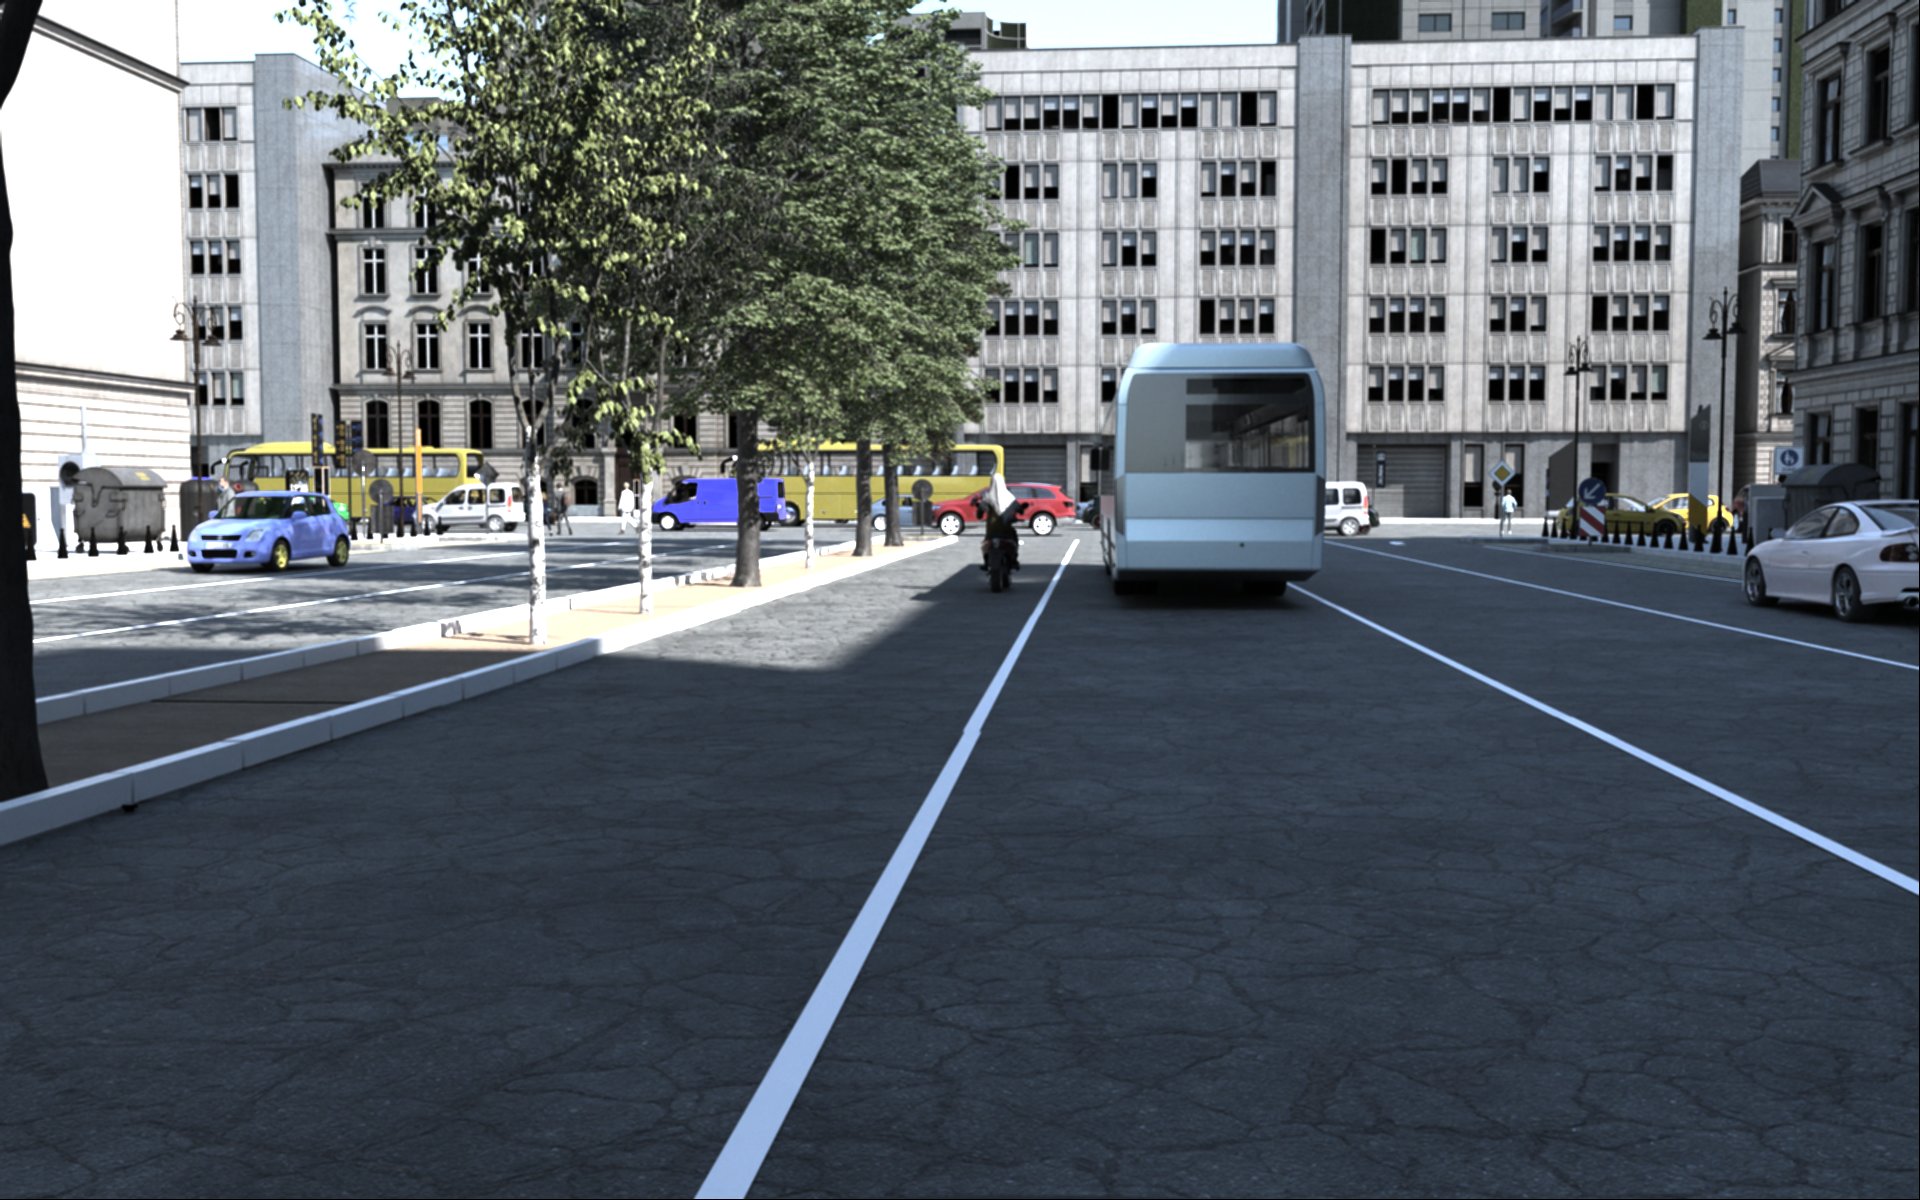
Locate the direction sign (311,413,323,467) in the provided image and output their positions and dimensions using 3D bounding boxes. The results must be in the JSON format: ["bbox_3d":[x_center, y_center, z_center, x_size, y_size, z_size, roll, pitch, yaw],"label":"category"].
[{"bbox_3d":[-18.192,-3.492,49.092,0.379,3.537,0.876,0,4,-3],"label":"direction sign"}]

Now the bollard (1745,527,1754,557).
[{"bbox_3d":[16.231,-1.194,35.560,0.229,0.601,0.229,0,3,0],"label":"bollard"}]

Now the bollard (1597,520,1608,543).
[{"bbox_3d":[17.081,-1.823,45.845,0.229,0.601,0.229,0,3,0],"label":"bollard"}]

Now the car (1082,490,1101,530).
[{"bbox_3d":[7.007,-3.661,69.640,4.222,1.686,2.009,0,4,7],"label":"car"}]

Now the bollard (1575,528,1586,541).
[{"bbox_3d":[17.247,-1.948,47.899,0.229,0.601,0.229,0,3,0],"label":"bollard"}]

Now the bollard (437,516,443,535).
[{"bbox_3d":[-16.175,-2.313,53.858,0.229,0.601,0.229,0,3,0],"label":"bollard"}]

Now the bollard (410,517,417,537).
[{"bbox_3d":[-16.350,-2.186,51.790,0.229,0.601,0.229,0,3,0],"label":"bollard"}]

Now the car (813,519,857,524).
[{"bbox_3d":[-6.949,-4.540,84.011,4.222,1.686,2.009,0,4,3],"label":"car"}]

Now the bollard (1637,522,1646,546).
[{"bbox_3d":[16.828,-1.634,42.756,0.229,0.601,0.229,0,3,0],"label":"bollard"}]

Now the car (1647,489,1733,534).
[{"bbox_3d":[25.612,-3.187,62.326,3.980,1.641,2.015,0,4,5],"label":"car"}]

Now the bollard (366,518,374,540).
[{"bbox_3d":[-16.600,-1.999,48.721,0.229,0.601,0.229,0,3,0],"label":"bollard"}]

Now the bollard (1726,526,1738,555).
[{"bbox_3d":[16.319,-1.256,36.585,0.229,0.601,0.229,0,3,0],"label":"bollard"}]

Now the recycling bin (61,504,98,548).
[{"bbox_3d":[-21.414,-1.798,41.957,0.722,1.027,0.722,3,5,39],"label":"recycling bin"}]

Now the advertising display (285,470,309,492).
[{"bbox_3d":[-17.749,-2.520,46.419,0.123,1.923,0.974,1,4,8],"label":"advertising display"}]

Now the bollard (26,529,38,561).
[{"bbox_3d":[-17.869,-1.055,33.291,0.229,0.601,0.229,0,3,0],"label":"bollard"}]

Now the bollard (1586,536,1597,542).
[{"bbox_3d":[17.166,-1.885,46.868,0.229,0.601,0.229,0,3,0],"label":"bollard"}]

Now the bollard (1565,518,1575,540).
[{"bbox_3d":[17.332,-2.012,48.937,0.229,0.601,0.229,0,3,0],"label":"bollard"}]

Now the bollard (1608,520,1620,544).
[{"bbox_3d":[16.995,-1.760,44.822,0.229,0.601,0.229,0,3,0],"label":"bollard"}]

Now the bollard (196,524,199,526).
[{"bbox_3d":[-17.363,-1.433,39.472,0.229,0.601,0.229,0,3,0],"label":"bollard"}]

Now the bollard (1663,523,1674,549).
[{"bbox_3d":[16.657,-1.509,40.706,0.229,0.601,0.229,0,3,0],"label":"bollard"}]

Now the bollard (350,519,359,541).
[{"bbox_3d":[-16.684,-1.936,47.694,0.229,0.601,0.229,0,3,0],"label":"bollard"}]

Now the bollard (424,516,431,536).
[{"bbox_3d":[-16.260,-2.250,52.823,0.229,0.601,0.229,0,3,0],"label":"bollard"}]

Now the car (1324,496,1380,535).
[{"bbox_3d":[12.804,-3.175,61.700,4.222,1.686,2.009,0,4,4],"label":"car"}]

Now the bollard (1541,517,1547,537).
[{"bbox_3d":[17.591,-2.201,52.023,0.229,0.601,0.229,0,3,0],"label":"bollard"}]

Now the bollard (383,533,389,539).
[{"bbox_3d":[-16.520,-2.061,49.744,0.229,0.601,0.229,0,3,0],"label":"bollard"}]

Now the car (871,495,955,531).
[{"bbox_3d":[-1.731,-3.406,67.686,4.499,1.417,2.014,0,4,4],"label":"car"}]

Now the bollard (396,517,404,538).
[{"bbox_3d":[-16.433,-2.124,50.767,0.229,0.601,0.229,0,3,0],"label":"bollard"}]

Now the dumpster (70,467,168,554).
[{"bbox_3d":[-18.289,-1.952,37.670,1.264,1.857,1.865,0,4,5],"label":"dumpster"}]

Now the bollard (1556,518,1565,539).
[{"bbox_3d":[17.418,-2.075,49.960,0.229,0.601,0.229,0,3,0],"label":"bollard"}]

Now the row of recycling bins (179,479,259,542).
[{"bbox_3d":[-20.470,-2.492,47.862,1.069,1.692,3.534,0,4,3],"label":"row of recycling bins"}]

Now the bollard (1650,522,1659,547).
[{"bbox_3d":[16.741,-1.571,41.733,0.229,0.601,0.229,0,3,0],"label":"bollard"}]

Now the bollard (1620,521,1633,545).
[{"bbox_3d":[16.913,-1.697,43.788,0.229,0.601,0.229,0,3,0],"label":"bollard"}]

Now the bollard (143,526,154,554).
[{"bbox_3d":[-17.529,-1.307,37.416,0.229,0.601,0.229,0,3,0],"label":"bollard"}]

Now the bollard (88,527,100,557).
[{"bbox_3d":[-17.700,-1.182,35.360,0.229,0.601,0.229,0,3,0],"label":"bollard"}]

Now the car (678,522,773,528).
[{"bbox_3d":[-10.269,-3.713,73.062,4.827,1.381,2.083,0,4,5],"label":"car"}]

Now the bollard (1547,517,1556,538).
[{"bbox_3d":[17.500,-2.137,50.983,0.229,0.601,0.229,0,3,0],"label":"bollard"}]

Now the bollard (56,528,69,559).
[{"bbox_3d":[-17.786,-1.118,34.318,0.229,0.601,0.229,0,3,0],"label":"bollard"}]

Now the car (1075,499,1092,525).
[{"bbox_3d":[7.392,-4.066,78.474,4.499,1.417,2.014,0,4,5],"label":"car"}]

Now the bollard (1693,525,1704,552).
[{"bbox_3d":[16.487,-1.382,38.638,0.229,0.601,0.229,0,3,0],"label":"bollard"}]

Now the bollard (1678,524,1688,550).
[{"bbox_3d":[16.573,-1.445,39.664,0.229,0.601,0.229,0,3,0],"label":"bollard"}]

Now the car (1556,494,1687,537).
[{"bbox_3d":[21.662,-2.844,56.731,3.980,1.641,2.015,0,4,6],"label":"car"}]

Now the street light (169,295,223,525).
[{"bbox_3d":[-17.779,-4.137,40.433,0.468,5.910,1.993,0,4,5],"label":"street light"}]

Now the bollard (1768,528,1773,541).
[{"bbox_3d":[16.151,-1.130,34.518,0.229,0.601,0.229,0,3,0],"label":"bollard"}]

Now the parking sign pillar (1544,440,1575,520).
[{"bbox_3d":[29.678,-5.939,85.579,1.447,3.967,1.447,0,4,-3],"label":"parking sign pillar"}]

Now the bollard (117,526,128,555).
[{"bbox_3d":[-17.611,-1.244,36.385,0.229,0.601,0.229,0,3,0],"label":"bollard"}]

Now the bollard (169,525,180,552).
[{"bbox_3d":[-17.446,-1.370,38.449,0.229,0.601,0.229,0,3,0],"label":"bollard"}]

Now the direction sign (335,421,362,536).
[{"bbox_3d":[-18.864,-3.763,53.516,0.876,3.537,0.379,1,4,9],"label":"direction sign"}]

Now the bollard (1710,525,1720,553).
[{"bbox_3d":[16.406,-1.319,37.615,0.229,0.601,0.229,0,3,0],"label":"bollard"}]
